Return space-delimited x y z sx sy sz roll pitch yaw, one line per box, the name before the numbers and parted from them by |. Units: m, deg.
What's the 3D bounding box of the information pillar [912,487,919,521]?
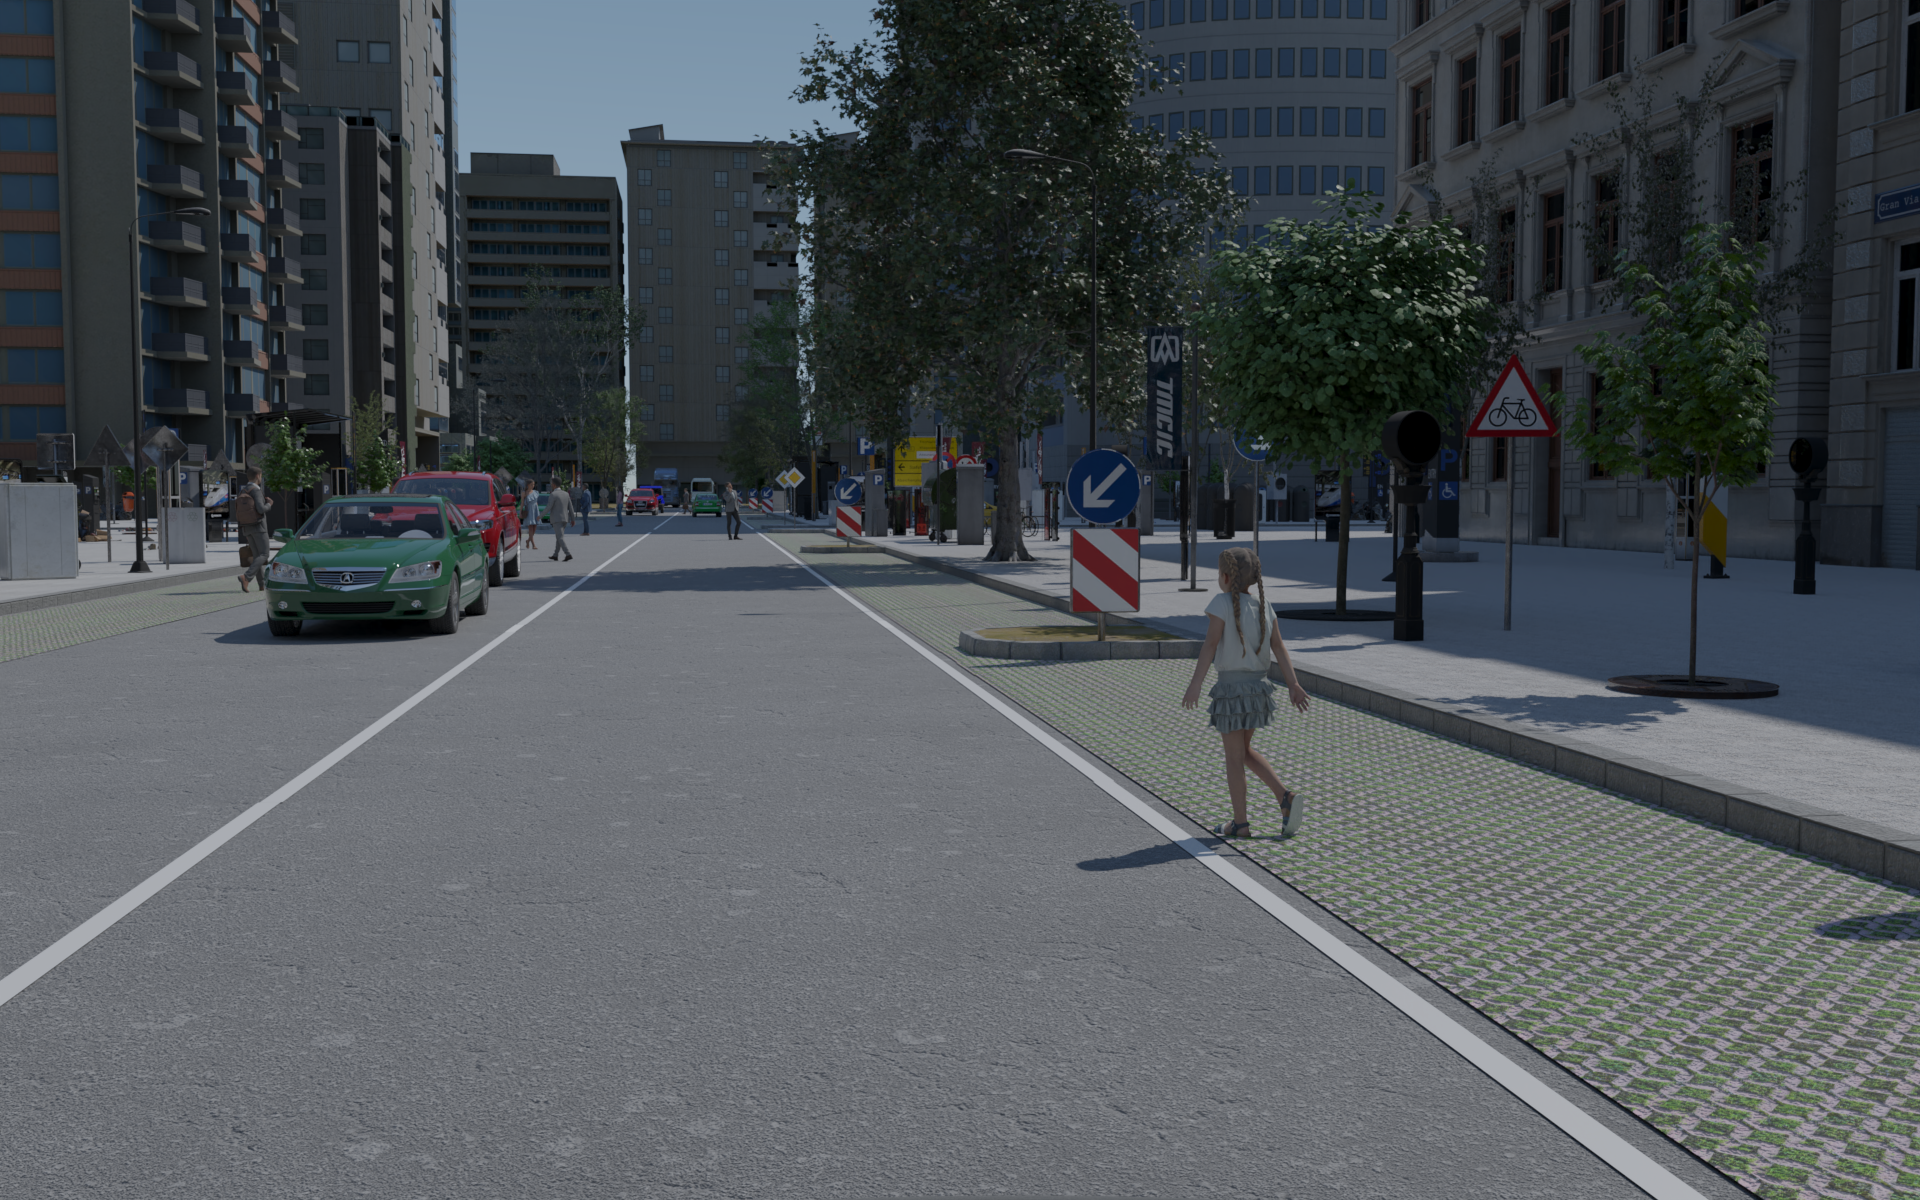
information pillar | -2.163 -5.641 83.581 0.504 3.616 0.183 -3 4 -38

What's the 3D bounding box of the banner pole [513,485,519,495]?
banner pole | -32.813 -8.378 126.995 0.401 3.779 0.863 -1 4 -21

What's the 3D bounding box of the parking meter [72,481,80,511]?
parking meter | -38.590 -4.285 75.771 0.399 1.863 0.255 -2 4 -31

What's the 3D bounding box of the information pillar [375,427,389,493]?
information pillar | -20.244 -4.242 60.713 0.183 3.616 0.504 3 5 43

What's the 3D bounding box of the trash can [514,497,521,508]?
trash can | -24.580 -5.177 96.292 0.748 1.137 0.748 0 3 0

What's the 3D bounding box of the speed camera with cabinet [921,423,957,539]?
speed camera with cabinet | -0.522 -3.332 48.815 0.660 3.252 2.038 1 4 17

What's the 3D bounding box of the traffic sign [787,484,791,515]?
traffic sign | -10.258 -6.272 104.672 0.606 2.300 0.079 0 4 -7

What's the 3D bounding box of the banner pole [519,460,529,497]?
banner pole | -32.544 -8.498 128.953 0.863 3.779 0.401 -3 5 -43

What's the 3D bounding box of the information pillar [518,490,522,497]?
information pillar | -33.992 -7.909 133.798 0.304 2.012 0.304 -1 4 -9

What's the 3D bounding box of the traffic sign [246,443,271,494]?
traffic sign | -17.389 -2.634 43.172 0.768 2.556 0.104 0 4 -7

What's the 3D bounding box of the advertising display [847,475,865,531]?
advertising display | -3.400 -3.322 59.522 0.974 1.923 0.123 -1 4 -22

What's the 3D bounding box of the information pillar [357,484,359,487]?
information pillar | -33.078 -5.547 95.180 0.304 2.012 0.304 -1 4 -15

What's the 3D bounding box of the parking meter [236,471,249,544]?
parking meter | -18.339 -2.372 44.485 0.399 1.863 0.255 -1 4 -13

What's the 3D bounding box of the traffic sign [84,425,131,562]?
traffic sign | -15.957 -1.983 32.428 0.884 2.594 0.081 0 4 0

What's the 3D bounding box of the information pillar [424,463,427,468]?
information pillar | -40.602 -8.561 131.334 0.504 3.616 0.183 2 4 26

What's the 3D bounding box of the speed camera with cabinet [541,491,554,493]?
speed camera with cabinet | -31.323 -8.437 132.284 2.038 3.252 0.660 0 4 7

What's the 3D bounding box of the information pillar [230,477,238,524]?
information pillar | -30.642 -4.199 73.150 0.304 2.012 0.304 -1 4 -14

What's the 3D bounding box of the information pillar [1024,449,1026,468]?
information pillar | 3.422 -6.041 90.122 0.183 3.616 0.504 2 4 34

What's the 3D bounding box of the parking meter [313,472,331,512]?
parking meter | -15.878 -2.290 43.151 0.255 1.863 0.399 1 4 16

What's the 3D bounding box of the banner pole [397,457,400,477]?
banner pole | -37.572 -7.703 115.964 0.401 3.779 0.863 -2 4 -28

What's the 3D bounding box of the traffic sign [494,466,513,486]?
traffic sign | -16.493 -3.596 62.438 0.795 2.450 0.064 -1 4 -8

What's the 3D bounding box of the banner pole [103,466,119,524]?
banner pole | -36.374 -5.140 74.052 0.863 3.779 0.401 2 4 26

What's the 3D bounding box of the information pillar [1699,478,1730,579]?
information pillar | 11.422 -2.130 26.181 0.504 3.616 0.183 -1 4 -21

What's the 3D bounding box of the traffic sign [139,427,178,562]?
traffic sign | -15.162 -2.001 32.818 0.768 2.556 0.104 0 4 -6

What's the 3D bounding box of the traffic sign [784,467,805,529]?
traffic sign | -6.108 -3.688 63.945 0.795 2.450 0.064 -1 4 -8

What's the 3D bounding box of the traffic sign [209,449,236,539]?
traffic sign | -21.274 -3.052 49.898 0.884 2.594 0.081 0 4 0

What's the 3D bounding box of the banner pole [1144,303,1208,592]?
banner pole | 2.849 -2.004 22.779 0.863 3.779 0.401 0 4 5

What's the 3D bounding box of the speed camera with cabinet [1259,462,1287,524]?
speed camera with cabinet | 13.028 -4.893 74.329 2.038 3.252 0.660 -2 4 -25

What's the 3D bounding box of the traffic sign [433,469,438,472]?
traffic sign | -23.850 -4.749 78.836 0.795 2.450 0.064 0 4 -4

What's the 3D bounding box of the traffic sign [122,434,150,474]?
traffic sign | -15.635 -1.948 33.029 0.795 2.450 0.064 0 4 -7

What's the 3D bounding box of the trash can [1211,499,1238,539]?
trash can | 7.502 -2.293 49.142 0.748 1.137 0.748 0 3 0

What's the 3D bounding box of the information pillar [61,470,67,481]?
information pillar | -43.170 -5.634 83.475 0.183 3.616 0.504 0 4 -4

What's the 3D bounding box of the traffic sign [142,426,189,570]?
traffic sign | -13.399 -1.715 29.224 0.795 2.450 0.064 0 4 1

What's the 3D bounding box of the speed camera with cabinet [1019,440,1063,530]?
speed camera with cabinet | 2.889 -4.336 65.231 0.660 3.252 2.038 -3 4 -38

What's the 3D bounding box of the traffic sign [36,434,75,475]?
traffic sign | -15.295 -1.663 29.320 0.606 2.300 0.079 0 4 -4

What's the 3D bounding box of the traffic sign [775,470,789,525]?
traffic sign | -7.274 -4.171 71.845 0.795 2.450 0.064 -1 4 -8

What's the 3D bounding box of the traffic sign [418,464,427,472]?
traffic sign | -22.911 -4.516 73.846 0.884 2.594 0.081 0 4 -3

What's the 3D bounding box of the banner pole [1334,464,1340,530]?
banner pole | 13.663 -4.426 62.375 0.401 3.779 0.863 -2 4 -28

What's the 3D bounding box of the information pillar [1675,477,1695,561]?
information pillar | 13.965 -1.758 33.232 0.304 2.012 0.304 -1 4 -18

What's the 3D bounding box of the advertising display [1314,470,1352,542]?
advertising display | 10.008 -2.525 46.503 0.974 1.923 0.123 1 4 8

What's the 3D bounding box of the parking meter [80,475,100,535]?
parking meter | -26.080 -2.833 52.037 0.399 1.863 0.255 1 4 14

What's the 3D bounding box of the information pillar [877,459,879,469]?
information pillar | -5.459 -7.588 115.415 0.183 3.616 0.504 -1 4 -8

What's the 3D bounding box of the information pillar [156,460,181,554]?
information pillar | -15.258 -1.768 33.406 0.304 2.012 0.304 1 4 15

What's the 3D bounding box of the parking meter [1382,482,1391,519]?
parking meter | 21.112 -4.892 85.693 0.399 1.863 0.255 -3 4 -38

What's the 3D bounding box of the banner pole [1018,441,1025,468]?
banner pole | 3.014 -5.639 82.218 0.401 3.779 0.863 0 4 3

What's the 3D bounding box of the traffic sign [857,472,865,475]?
traffic sign | -5.598 -6.084 99.581 0.768 2.556 0.104 0 4 -5

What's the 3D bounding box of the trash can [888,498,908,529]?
trash can | -2.265 -3.141 63.012 0.748 1.137 0.748 0 3 0

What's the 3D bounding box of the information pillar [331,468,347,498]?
information pillar | -17.508 -2.715 48.879 0.304 2.012 0.304 3 4 38

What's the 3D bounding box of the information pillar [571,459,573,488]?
information pillar | -26.113 -7.665 116.678 0.183 3.616 0.504 -1 4 -8

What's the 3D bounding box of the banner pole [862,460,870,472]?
banner pole | -6.833 -8.285 125.484 0.863 3.779 0.401 0 4 6

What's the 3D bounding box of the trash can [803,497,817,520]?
trash can | -7.321 -4.467 84.682 0.748 1.137 0.748 0 3 0

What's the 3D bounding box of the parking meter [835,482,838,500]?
parking meter | -5.613 -4.598 80.885 0.255 1.863 0.399 3 5 43

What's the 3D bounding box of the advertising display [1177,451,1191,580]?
advertising display | 3.400 -1.279 26.133 0.123 1.923 0.974 1 4 10

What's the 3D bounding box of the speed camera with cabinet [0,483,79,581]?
speed camera with cabinet | -14.272 -1.915 25.652 0.660 3.252 2.038 3 5 45

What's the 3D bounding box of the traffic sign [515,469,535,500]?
traffic sign | -17.659 -4.079 70.338 0.795 2.450 0.064 -1 4 -8
